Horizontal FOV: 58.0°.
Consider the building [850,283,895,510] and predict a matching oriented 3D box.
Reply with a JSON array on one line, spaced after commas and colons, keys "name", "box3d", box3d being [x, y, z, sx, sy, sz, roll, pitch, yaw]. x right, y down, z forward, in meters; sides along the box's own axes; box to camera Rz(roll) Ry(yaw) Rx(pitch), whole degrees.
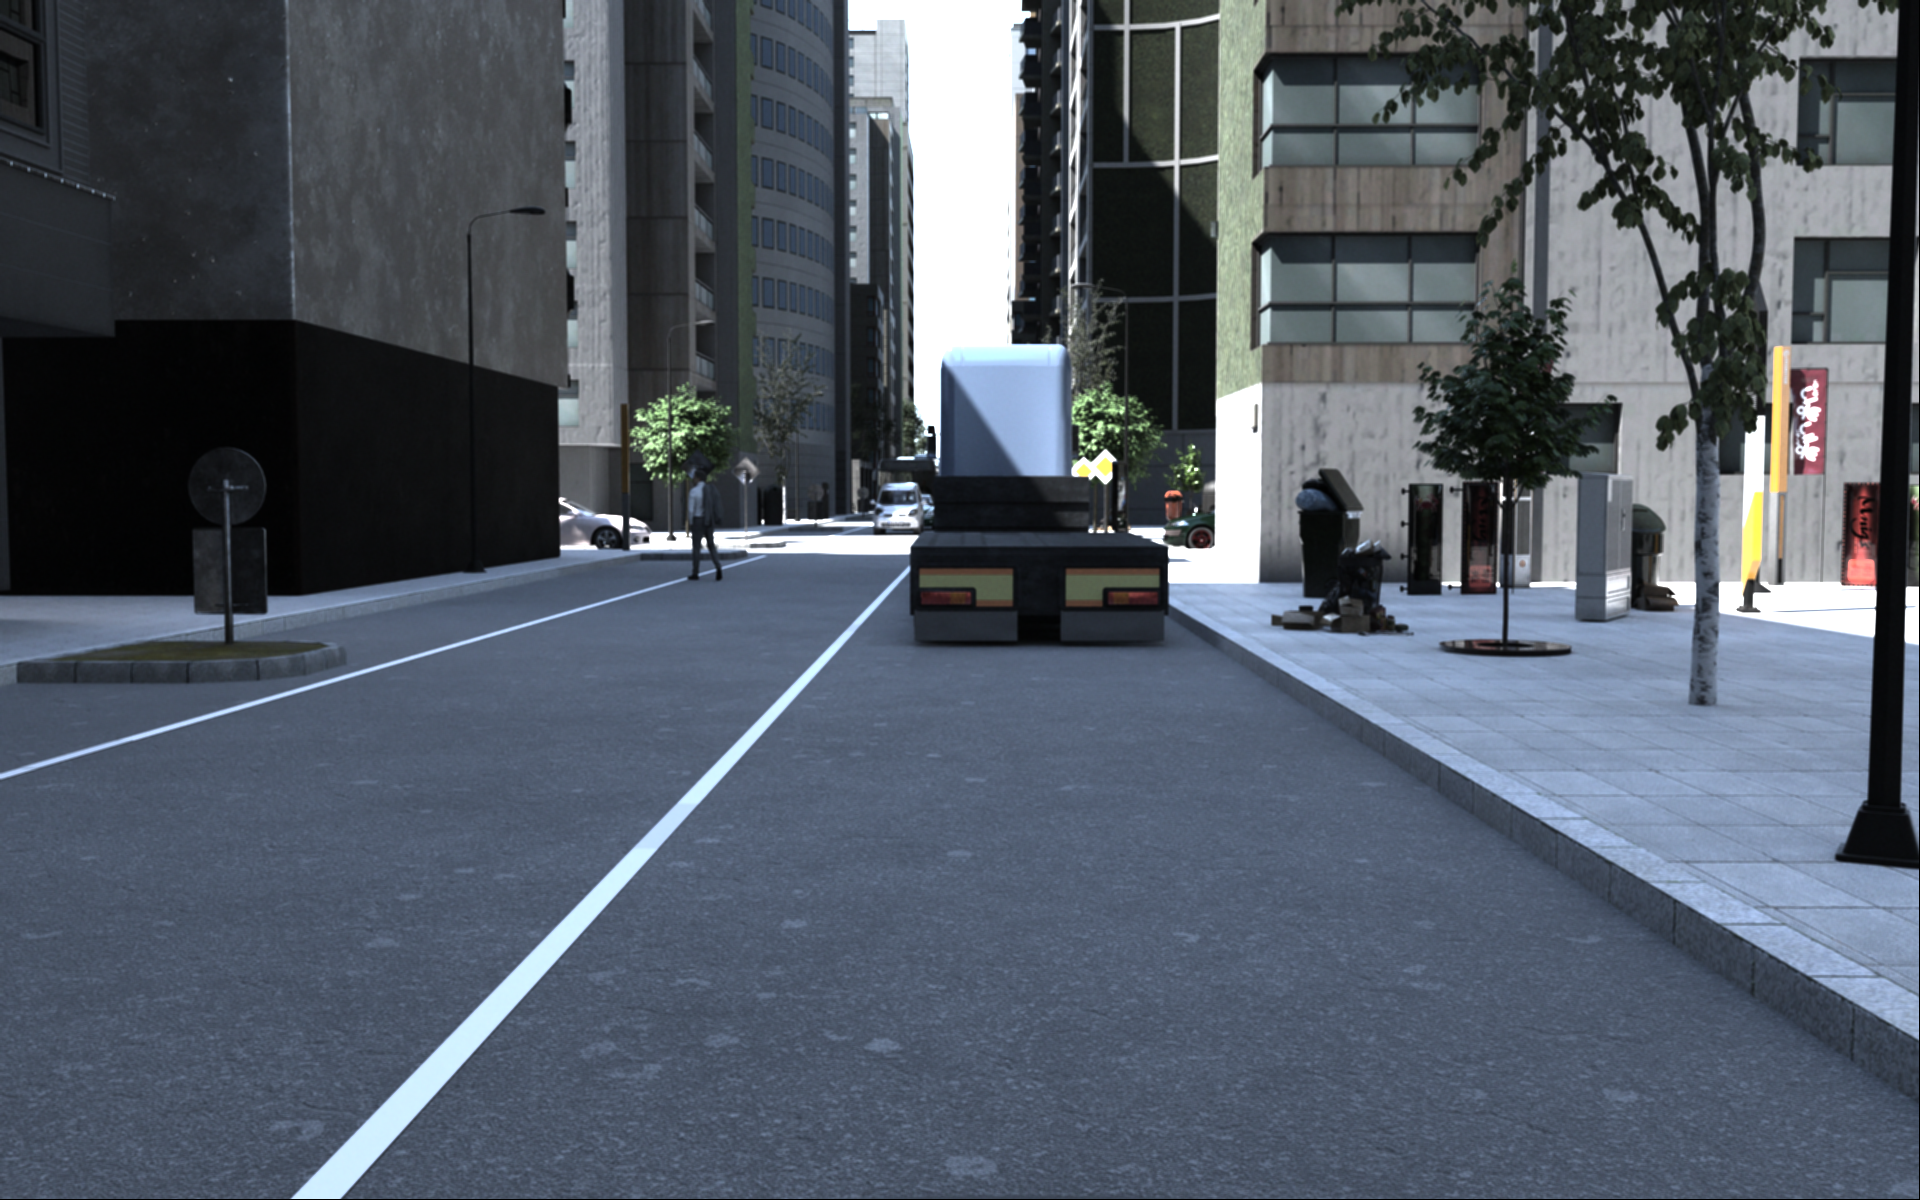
[{"name": "building", "box3d": [-20.408, -19.088, 157.120, 27.650, 21.520, 28.899, 0, 4, 1]}]

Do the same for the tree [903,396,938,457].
[{"name": "tree", "box3d": [-6.747, -17.204, 198.291, 9.611, 12.733, 9.660, 0, 3, 0]}]

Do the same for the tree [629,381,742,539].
[{"name": "tree", "box3d": [-8.041, -4.086, 50.512, 4.285, 4.588, 4.351, 0, 3, 0]}]

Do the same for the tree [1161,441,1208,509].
[{"name": "tree", "box3d": [8.156, -4.041, 60.672, 1.663, 3.219, 1.824, 0, 3, 0]}]

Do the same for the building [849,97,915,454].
[{"name": "building", "box3d": [-16.676, -36.201, 215.586, 21.300, 48.544, 21.600, 0, 4, 1]}]

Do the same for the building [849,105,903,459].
[{"name": "building", "box3d": [-13.176, -30.232, 177.891, 14.154, 41.232, 14.086, 0, 4, 1]}]

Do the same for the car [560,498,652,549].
[{"name": "car", "box3d": [-10.197, -1.911, 43.608, 4.827, 1.381, 2.083, 0, 4, -1]}]

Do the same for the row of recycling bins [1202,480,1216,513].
[{"name": "row of recycling bins", "box3d": [8.525, -2.741, 51.933, 1.069, 1.692, 3.534, 3, 5, 43]}]

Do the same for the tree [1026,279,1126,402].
[{"name": "tree", "box3d": [3.888, -6.674, 59.480, 4.360, 8.622, 3.978, 0, 3, 0]}]

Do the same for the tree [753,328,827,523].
[{"name": "tree", "box3d": [-7.921, -7.672, 75.802, 4.360, 8.622, 3.978, 0, 3, 0]}]

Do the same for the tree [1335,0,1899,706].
[{"name": "tree", "box3d": [4.301, -3.667, 10.313, 4.737, 8.622, 4.395, 0, 3, 0]}]

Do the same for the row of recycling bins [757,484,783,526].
[{"name": "row of recycling bins", "box3d": [-8.998, -3.909, 71.029, 3.534, 1.692, 1.069, 0, 4, 5]}]

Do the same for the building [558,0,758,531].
[{"name": "building", "box3d": [-15.220, -23.114, 61.514, 14.154, 41.232, 14.086, 0, 4, 1]}]

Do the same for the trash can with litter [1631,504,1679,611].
[{"name": "trash can with litter", "box3d": [7.722, -0.488, 19.365, 0.624, 1.170, 1.055, 0, 4, -4]}]

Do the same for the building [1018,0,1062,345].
[{"name": "building", "box3d": [15.887, -29.629, 139.058, 22.147, 44.769, 28.867, 0, 4, 1]}]

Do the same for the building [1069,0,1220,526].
[{"name": "building", "box3d": [13.208, -38.827, 73.080, 20.563, 71.187, 20.611, 0, 4, 1]}]

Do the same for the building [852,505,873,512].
[{"name": "building", "box3d": [-17.179, -42.361, 130.858, 20.563, 71.187, 20.611, 0, 4, 1]}]

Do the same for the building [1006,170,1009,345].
[{"name": "building", "box3d": [17.317, -37.992, 244.877, 21.300, 48.544, 21.600, 0, 4, 1]}]

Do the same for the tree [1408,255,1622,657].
[{"name": "tree", "box3d": [4.588, -1.193, 14.103, 1.663, 3.219, 1.824, 0, 3, 0]}]

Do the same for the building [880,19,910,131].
[{"name": "building", "box3d": [-15.855, -50.664, 266.608, 20.563, 71.187, 20.611, 0, 4, 1]}]

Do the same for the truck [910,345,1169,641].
[{"name": "truck", "box3d": [0.793, -2.183, 25.458, 2.967, 4.110, 18.799, 0, 4, 0]}]

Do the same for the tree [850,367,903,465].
[{"name": "tree", "box3d": [-8.067, -11.212, 117.721, 8.767, 10.594, 7.601, 0, 4, -6]}]

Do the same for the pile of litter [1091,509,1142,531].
[{"name": "pile of litter", "box3d": [5.446, -2.823, 60.122, 1.719, 0.858, 1.176, 1, 4, 15]}]

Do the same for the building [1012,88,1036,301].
[{"name": "building", "box3d": [12.791, -33.025, 190.067, 14.600, 45.320, 14.200, 0, 4, 1]}]

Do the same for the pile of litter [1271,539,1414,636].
[{"name": "pile of litter", "box3d": [3.614, -0.151, 16.429, 1.176, 0.858, 1.719, 0, 4, -6]}]

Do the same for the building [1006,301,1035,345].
[{"name": "building", "box3d": [18.585, -19.828, 169.219, 27.650, 21.520, 28.899, 0, 4, 1]}]

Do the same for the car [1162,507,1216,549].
[{"name": "car", "box3d": [7.129, -2.029, 42.953, 4.222, 1.686, 2.009, 0, 4, 2]}]

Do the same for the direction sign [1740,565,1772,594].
[{"name": "direction sign", "box3d": [10.347, -1.860, 22.405, 0.379, 3.537, 0.876, 2, 4, 26]}]

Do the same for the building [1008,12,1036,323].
[{"name": "building", "box3d": [16.641, -41.425, 219.297, 21.231, 58.520, 28.212, 0, 4, 1]}]

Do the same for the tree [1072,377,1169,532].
[{"name": "tree", "box3d": [4.160, -4.216, 52.639, 4.285, 4.588, 4.351, 0, 3, 0]}]

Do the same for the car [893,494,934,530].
[{"name": "car", "box3d": [-1.785, -3.548, 69.816, 2.131, 1.459, 4.920, 0, 4, -1]}]

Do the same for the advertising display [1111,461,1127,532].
[{"name": "advertising display", "box3d": [3.099, -1.745, 33.740, 0.123, 1.923, 0.974, 1, 4, 15]}]

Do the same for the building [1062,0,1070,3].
[{"name": "building", "box3d": [16.700, -34.482, 105.781, 21.231, 58.520, 28.212, 0, 4, 1]}]

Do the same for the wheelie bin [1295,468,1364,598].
[{"name": "wheelie bin", "box3d": [4.570, -0.832, 21.518, 0.693, 1.594, 0.980, 2, 4, 32]}]
